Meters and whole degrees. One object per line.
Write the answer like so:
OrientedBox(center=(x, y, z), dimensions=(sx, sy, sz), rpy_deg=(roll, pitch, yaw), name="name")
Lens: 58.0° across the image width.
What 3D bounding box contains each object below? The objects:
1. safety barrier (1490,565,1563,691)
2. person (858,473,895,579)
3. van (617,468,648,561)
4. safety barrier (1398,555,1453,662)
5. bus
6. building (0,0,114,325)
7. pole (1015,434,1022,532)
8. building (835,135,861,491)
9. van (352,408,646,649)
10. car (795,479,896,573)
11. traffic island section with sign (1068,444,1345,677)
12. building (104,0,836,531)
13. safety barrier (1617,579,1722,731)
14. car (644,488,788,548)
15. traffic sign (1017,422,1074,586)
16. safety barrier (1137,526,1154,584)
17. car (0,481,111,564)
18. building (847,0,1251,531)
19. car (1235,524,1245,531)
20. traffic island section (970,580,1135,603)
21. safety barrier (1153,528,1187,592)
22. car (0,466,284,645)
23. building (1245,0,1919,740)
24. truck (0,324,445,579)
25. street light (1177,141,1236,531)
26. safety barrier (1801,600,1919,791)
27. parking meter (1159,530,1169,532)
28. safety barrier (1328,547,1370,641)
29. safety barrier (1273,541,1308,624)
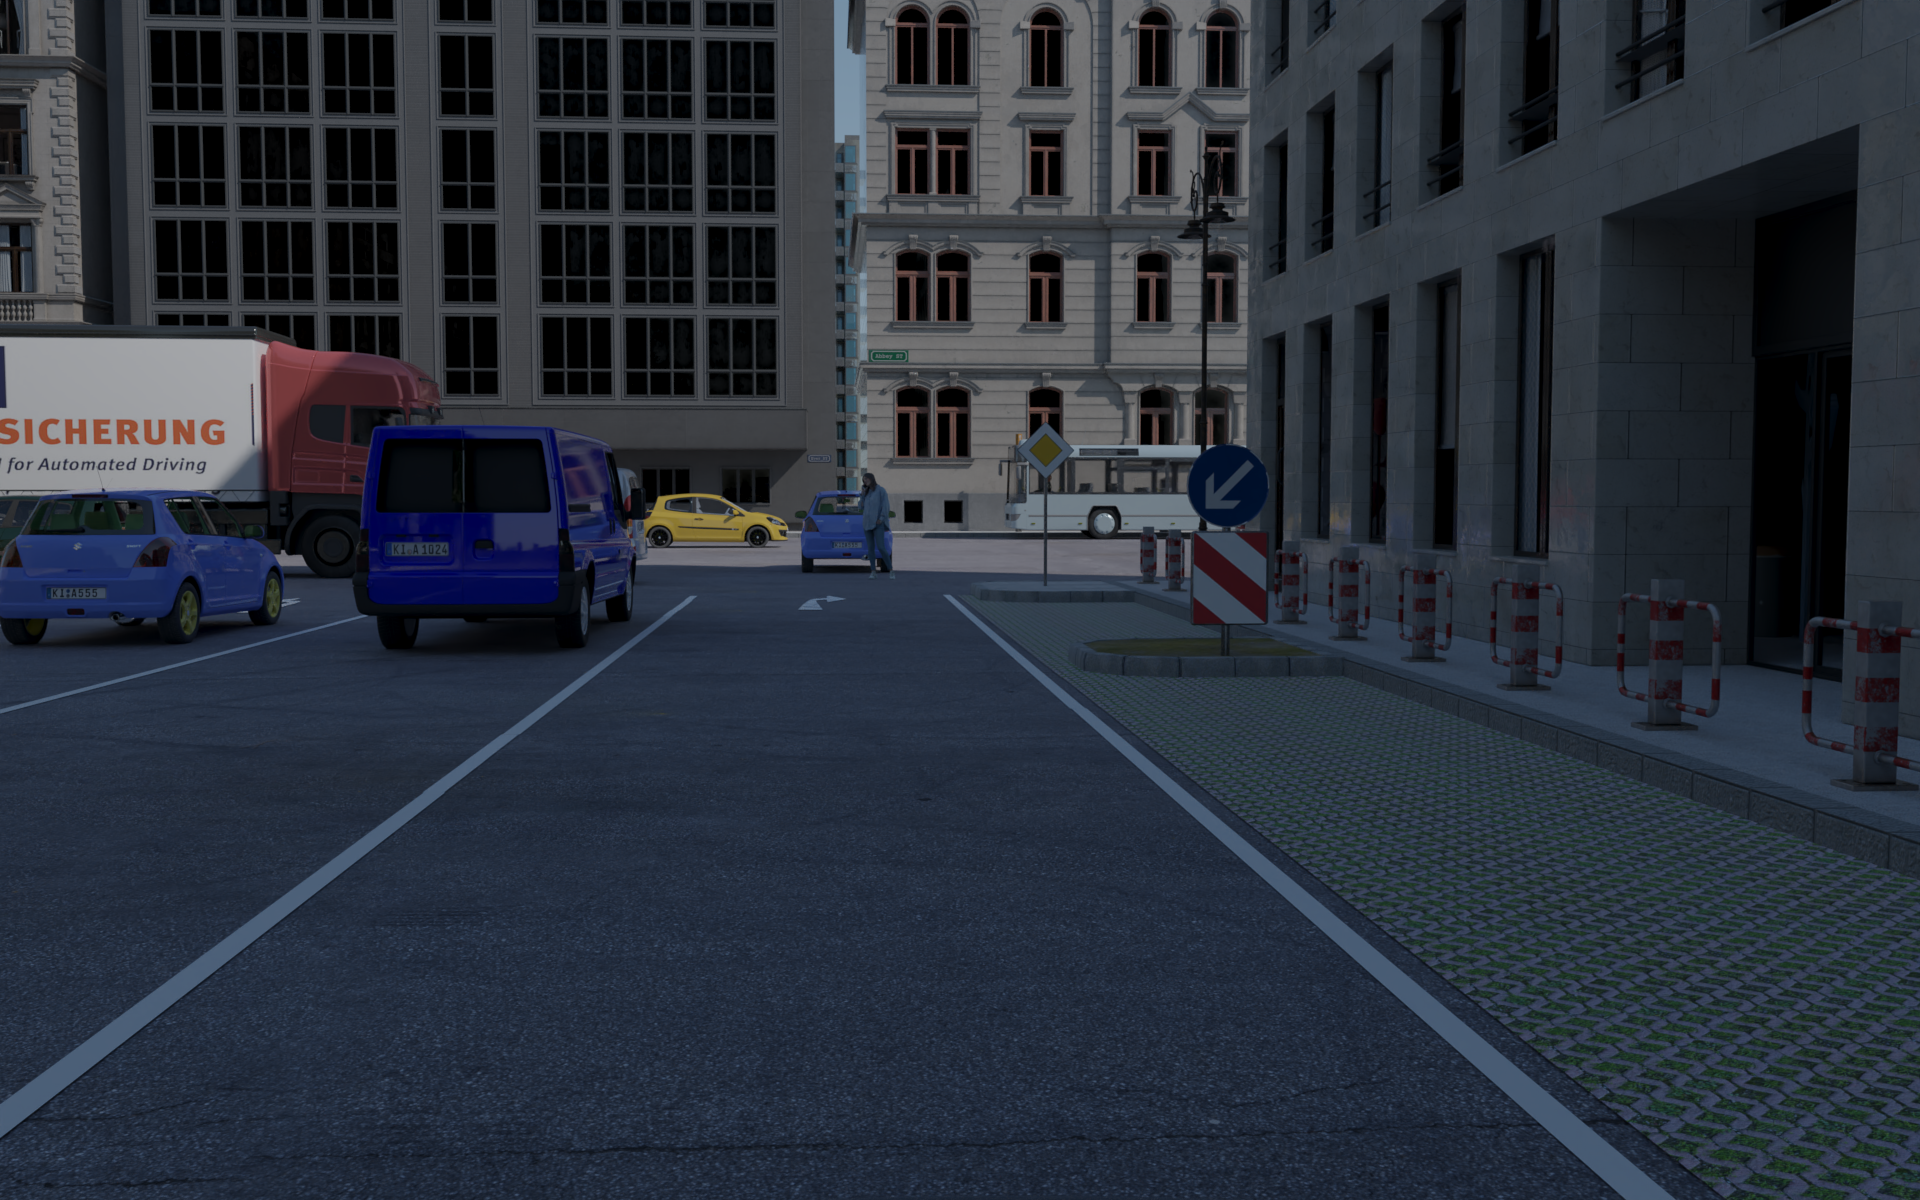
OrientedBox(center=(3.705, 0.178, 11.359), dimensions=(0.300, 0.817, 1.120), rpy_deg=(0, 4, -4), name="safety barrier")
OrientedBox(center=(-1.395, -1.250, 29.201), dimensions=(0.793, 1.790, 0.793), rpy_deg=(0, 4, 5), name="person")
OrientedBox(center=(-7.044, -1.245, 27.374), dimensions=(4.112, 2.044, 2.013), rpy_deg=(0, 4, -3), name="van")
OrientedBox(center=(3.558, 0.061, 13.275), dimensions=(0.300, 0.817, 1.120), rpy_deg=(0, 4, -4), name="safety barrier")
OrientedBox(center=(7.253, -3.716, 55.619), dimensions=(13.247, 3.499, 2.948), rpy_deg=(0, 4, -4), name="bus")
OrientedBox(center=(-38.289, -14.134, 59.969), dimensions=(19.941, 23.489, 11.050), rpy_deg=(0, 4, -4), name="building")
OrientedBox(center=(1.991, -3.969, 58.736), dimensions=(0.158, 3.312, 0.155), rpy_deg=(0, 3, 0), name="pole")
OrientedBox(center=(-2.545, -37.321, 229.813), dimensions=(30.456, 49.044, 23.786), rpy_deg=(0, 4, -4), name="building")
OrientedBox(center=(-4.533, -0.816, 17.732), dimensions=(2.240, 2.365, 5.245), rpy_deg=(0, 4, -4), name="van")
OrientedBox(center=(-2.174, -1.428, 32.945), dimensions=(1.945, 1.707, 3.694), rpy_deg=(0, 4, -5), name="car")
OrientedBox(center=(1.950, -0.353, 14.405), dimensions=(1.989, 1.847, 2.006), rpy_deg=(0, 4, -4), name="traffic island section with sign")
OrientedBox(center=(-16.495, -16.489, 63.105), dimensions=(24.014, 27.812, 14.314), rpy_deg=(0, 4, -4), name="building")
OrientedBox(center=(3.852, 0.295, 9.448), dimensions=(0.300, 0.817, 1.120), rpy_deg=(0, 4, -4), name="safety barrier")
OrientedBox(center=(-6.622, -2.223, 46.576), dimensions=(3.980, 1.641, 2.015), rpy_deg=(0, 4, -6), name="car")
OrientedBox(center=(1.186, -1.250, 24.079), dimensions=(0.795, 2.450, 0.064), rpy_deg=(0, 4, -4), name="traffic sign")
OrientedBox(center=(2.695, -0.643, 24.784), dimensions=(0.300, 0.817, 1.120), rpy_deg=(0, 4, -4), name="safety barrier")
OrientedBox(center=(-14.789, -1.048, 26.924), dimensions=(4.222, 1.686, 2.009), rpy_deg=(0, 4, -4), name="car")
OrientedBox(center=(7.343, -17.024, 65.727), dimensions=(23.554, 28.519, 14.401), rpy_deg=(0, 4, -4), name="building")
OrientedBox(center=(10.525, -2.495, 49.465), dimensions=(5.304, 1.827, 2.281), rpy_deg=(0, 4, -3), name="car")
OrientedBox(center=(1.209, -0.115, 24.158), dimensions=(2.009, 0.180, 2.903), rpy_deg=(0, 4, -4), name="traffic island section")
OrientedBox(center=(2.835, -0.525, 22.864), dimensions=(0.300, 0.817, 1.120), rpy_deg=(0, 4, -4), name="safety barrier")
OrientedBox(center=(-8.289, -0.503, 17.823), dimensions=(1.945, 1.707, 3.694), rpy_deg=(0, 4, -3), name="car")
OrientedBox(center=(9.691, -9.803, 15.035), dimensions=(10.420, 20.320, 16.860), rpy_deg=(0, 4, -4), name="building")
OrientedBox(center=(-14.108, -2.511, 29.968), dimensions=(11.283, 4.237, 2.839), rpy_deg=(0, 4, -6), name="truck")
OrientedBox(center=(3.270, -3.082, 23.184), dimensions=(0.468, 5.910, 1.993), rpy_deg=(0, 4, -4), name="street light")
OrientedBox(center=(3.991, 0.412, 7.536), dimensions=(0.300, 0.817, 1.120), rpy_deg=(0, 4, -4), name="safety barrier")
OrientedBox(center=(6.934, -3.230, 58.516), dimensions=(0.399, 1.863, 0.255), rpy_deg=(-3, 5, -44), name="parking meter")
OrientedBox(center=(3.412, -0.057, 15.208), dimensions=(0.300, 0.817, 1.120), rpy_deg=(0, 4, -4), name="safety barrier")
OrientedBox(center=(3.268, -0.174, 17.120), dimensions=(0.300, 0.817, 1.120), rpy_deg=(0, 4, -4), name="safety barrier")
